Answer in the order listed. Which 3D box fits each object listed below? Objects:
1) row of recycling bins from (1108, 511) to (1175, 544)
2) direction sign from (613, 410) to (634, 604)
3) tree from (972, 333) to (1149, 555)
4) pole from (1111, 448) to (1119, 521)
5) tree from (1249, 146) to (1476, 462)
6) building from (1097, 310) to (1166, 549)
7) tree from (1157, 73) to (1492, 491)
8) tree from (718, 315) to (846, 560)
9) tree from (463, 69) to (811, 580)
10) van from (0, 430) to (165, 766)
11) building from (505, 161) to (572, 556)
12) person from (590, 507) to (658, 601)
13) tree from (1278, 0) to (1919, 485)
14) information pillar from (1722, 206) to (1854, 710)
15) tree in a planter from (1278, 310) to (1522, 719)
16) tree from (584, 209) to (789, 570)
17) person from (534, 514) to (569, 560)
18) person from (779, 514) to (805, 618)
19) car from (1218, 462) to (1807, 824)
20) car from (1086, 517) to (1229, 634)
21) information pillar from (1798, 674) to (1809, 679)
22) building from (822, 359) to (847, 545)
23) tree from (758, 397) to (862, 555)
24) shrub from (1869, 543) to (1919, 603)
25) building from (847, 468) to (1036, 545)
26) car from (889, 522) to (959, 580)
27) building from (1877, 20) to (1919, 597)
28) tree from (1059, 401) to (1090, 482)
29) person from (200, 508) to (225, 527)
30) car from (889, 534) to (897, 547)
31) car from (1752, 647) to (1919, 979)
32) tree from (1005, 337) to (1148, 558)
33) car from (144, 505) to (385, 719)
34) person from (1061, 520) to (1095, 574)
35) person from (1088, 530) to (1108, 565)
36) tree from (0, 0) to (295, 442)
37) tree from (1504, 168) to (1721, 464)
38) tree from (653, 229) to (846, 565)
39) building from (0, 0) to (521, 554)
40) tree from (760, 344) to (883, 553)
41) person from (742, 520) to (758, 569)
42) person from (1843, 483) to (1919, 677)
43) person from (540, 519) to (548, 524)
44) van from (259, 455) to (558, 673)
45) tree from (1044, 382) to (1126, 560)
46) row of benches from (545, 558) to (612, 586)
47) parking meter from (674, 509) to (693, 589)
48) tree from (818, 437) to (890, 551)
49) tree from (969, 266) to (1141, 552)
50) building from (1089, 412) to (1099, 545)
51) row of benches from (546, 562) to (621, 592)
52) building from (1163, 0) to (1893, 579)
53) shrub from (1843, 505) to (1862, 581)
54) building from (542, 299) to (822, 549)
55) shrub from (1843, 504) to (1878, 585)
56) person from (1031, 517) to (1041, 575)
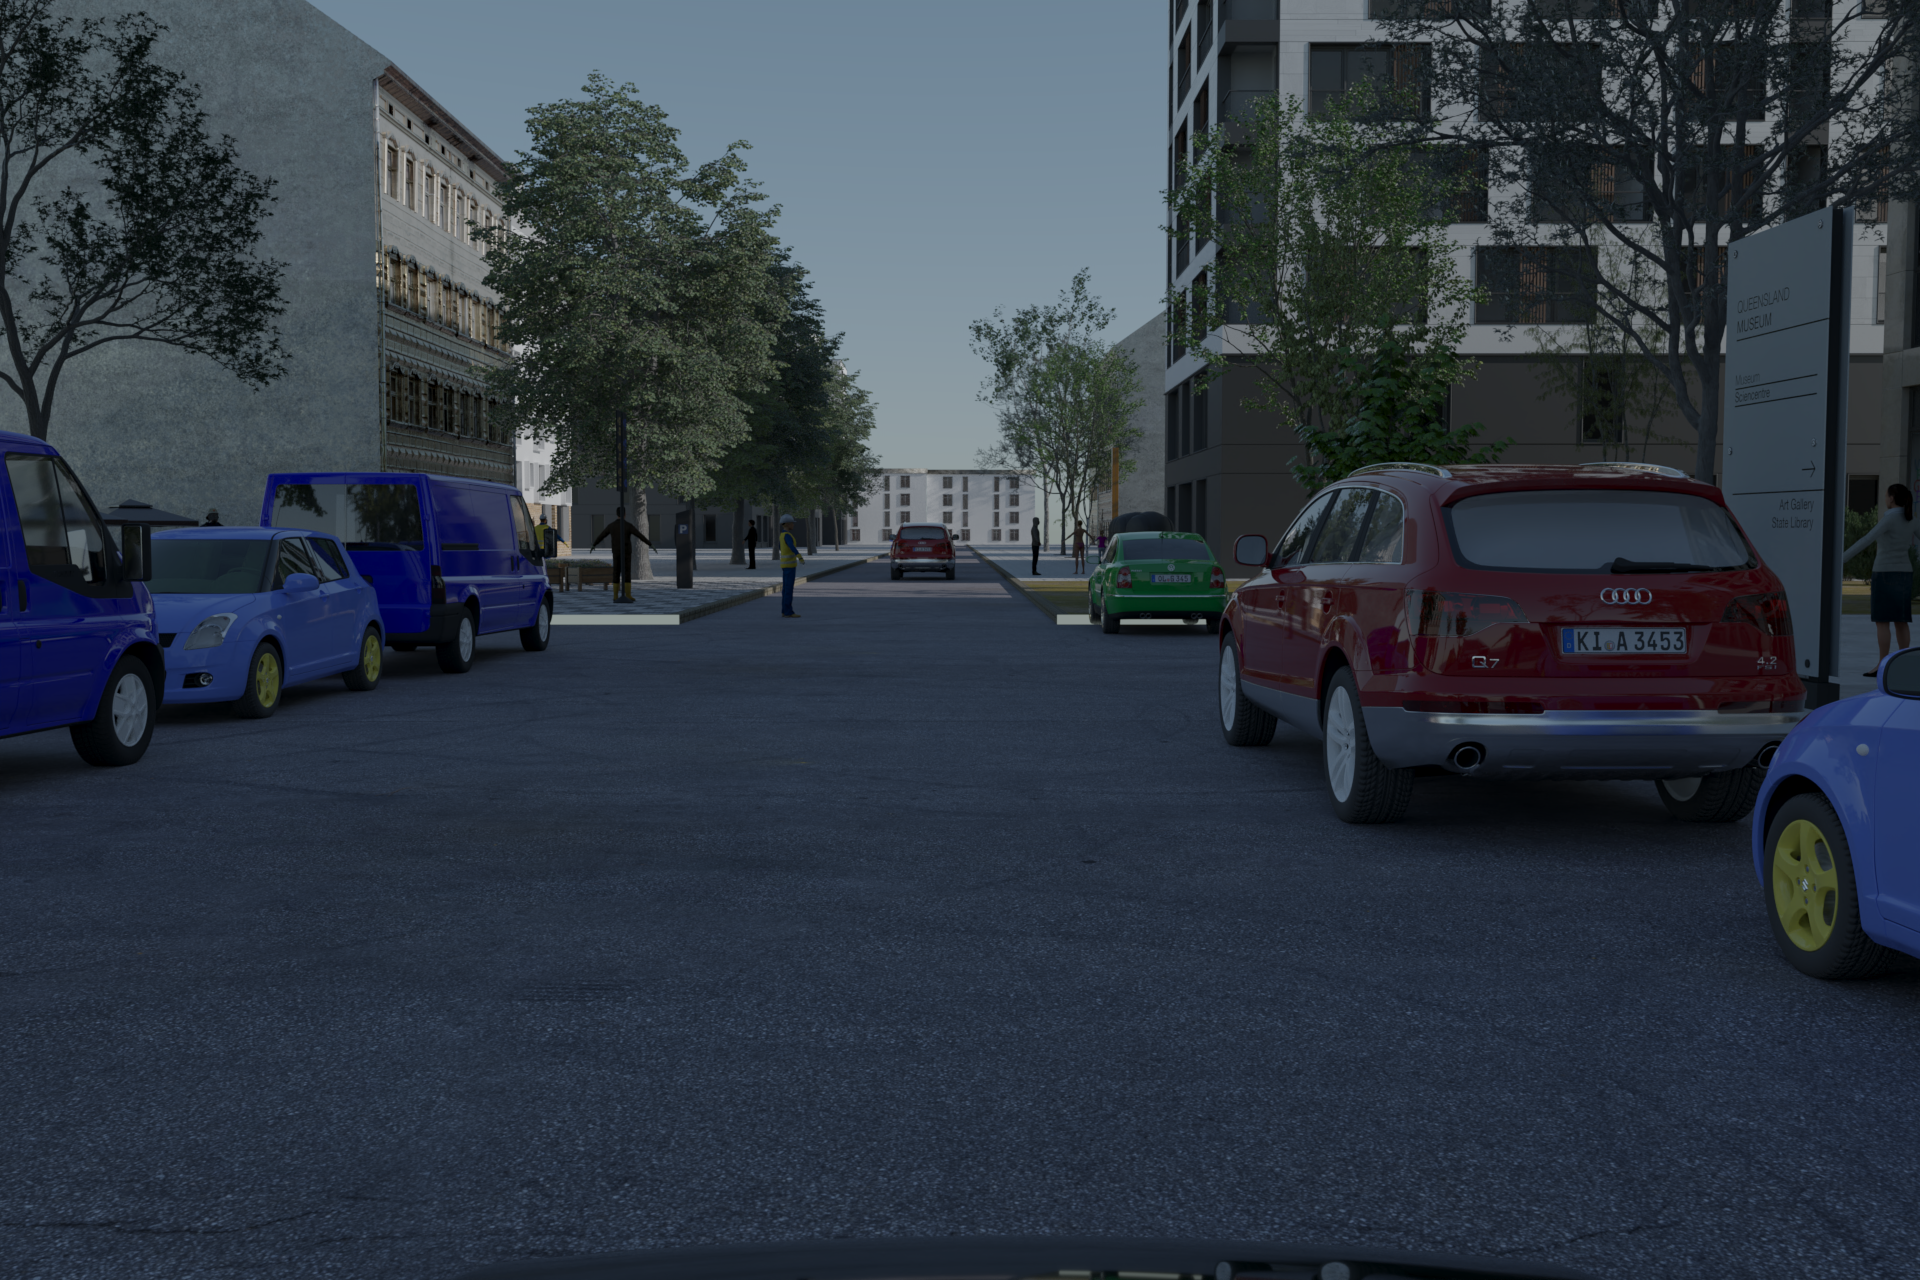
[{"bbox_3d":[3.367,-1.574,32.845,1.069,1.692,3.534,0,4,-2],"label":"row of recycling bins"},{"bbox_3d":[-6.253,-2.450,32.055,0.379,3.537,0.876,0,4,0],"label":"direction sign"},{"bbox_3d":[6.338,-11.889,104.747,12.009,13.543,11.850,0,3,0],"label":"tree"},{"bbox_3d":[3.667,-2.885,41.014,0.158,3.312,0.155,0,3,0],"label":"pole"},{"bbox_3d":[7.323,-5.061,33.104,4.737,8.622,4.395,0,3,0],"label":"tree"},{"bbox_3d":[21.981,-19.500,149.756,19.493,23.208,18.063,0,4,0],"label":"building"},{"bbox_3d":[8.394,-7.019,40.523,9.928,11.665,9.643,0,3,0],"label":"tree"},{"bbox_3d":[-9.390,-10.239,85.540,7.486,12.596,7.792,0,3,0],"label":"tree"},{"bbox_3d":[-8.983,-8.656,48.181,9.857,13.997,8.962,0,3,0],"label":"tree"},{"bbox_3d":[-6.050,-0.280,8.960,2.240,2.365,5.245,0,4,0],"label":"van"},{"bbox_3d":[-27.895,-14.241,89.262,16.016,20.090,11.380,0,3,0],"label":"building"},{"bbox_3d":[-6.451,-1.648,33.084,1.346,1.812,0.704,1,4,8],"label":"person"},{"bbox_3d":[9.244,-6.793,21.434,12.009,13.543,11.850,0,3,0],"label":"tree"},{"bbox_3d":[6.297,-1.344,13.288,0.184,3.620,1.656,0,4,0],"label":"information pillar"},{"bbox_3d":[3.432,-1.016,13.838,1.991,3.239,1.994,0,4,0],"label":"tree in a planter"},{"bbox_3d":[-9.899,-8.768,61.490,7.486,12.596,7.792,0,3,0],"label":"tree"},{"bbox_3d":[-11.237,-2.496,46.778,1.349,1.833,0.705,1,4,10],"label":"person"},{"bbox_3d":[-2.879,-1.279,29.833,0.721,1.772,1.216,-1,4,-19],"label":"person"},{"bbox_3d":[2.852,-0.089,10.126,2.281,1.827,5.304,0,4,-1],"label":"car"},{"bbox_3d":[2.936,-1.068,26.257,1.959,1.807,4.718,0,3,0],"label":"car"},{"bbox_3d":[6.945,-0.615,14.545,0.304,2.012,0.304,0,3,0],"label":"information pillar"},{"bbox_3d":[-27.790,-21.768,199.888,27.936,21.610,32.646,0,4,-1],"label":"building"},{"bbox_3d":[-9.307,-10.362,103.839,7.601,10.594,8.767,2,4,25],"label":"tree"},{"bbox_3d":[17.299,-1.273,31.937,1.383,1.207,1.383,0,3,0],"label":"shrub"},{"bbox_3d":[-4.296,-16.960,221.896,28.070,9.664,9.099,0,4,-2],"label":"building"},{"bbox_3d":[-1.162,-2.870,55.591,2.281,1.827,5.304,0,4,0],"label":"car"},{"bbox_3d":[27.761,-13.042,16.444,19.351,26.588,34.151,0,4,0],"label":"building"},{"bbox_3d":[18.768,-22.442,222.821,12.611,20.169,13.585,0,3,0],"label":"tree"},{"bbox_3d":[-16.475,-1.986,38.247,1.354,1.856,0.705,-3,4,-37],"label":"person"},{"bbox_3d":[-3.399,-5.990,107.520,1.945,1.707,3.694,0,3,0],"label":"car"},{"bbox_3d":[3.568,0.311,4.505,1.945,1.707,3.694,0,4,-1],"label":"car"},{"bbox_3d":[6.200,-10.195,92.441,9.928,11.665,9.643,0,3,0],"label":"tree"},{"bbox_3d":[-6.208,-0.304,14.567,1.945,1.707,3.694,0,4,0],"label":"car"},{"bbox_3d":[3.810,-2.985,55.611,1.217,1.733,0.721,-1,4,-23],"label":"person"},{"bbox_3d":[5.241,-3.353,64.089,0.991,1.433,0.599,0,4,-3],"label":"person"},{"bbox_3d":[-12.704,-5.463,23.739,7.601,10.594,8.767,1,4,21],"label":"tree"},{"bbox_3d":[12.954,-5.114,33.979,4.360,8.622,3.978,0,3,0],"label":"tree"},{"bbox_3d":[-9.369,-10.162,72.810,9.857,13.997,8.962,0,3,0],"label":"tree"},{"bbox_3d":[-28.085,-14.279,64.392,19.493,23.208,18.063,0,4,-1],"label":"building"},{"bbox_3d":[-9.970,-12.747,115.076,9.857,13.997,8.962,0,3,0],"label":"tree"},{"bbox_3d":[-7.599,-3.475,63.008,0.705,1.806,1.347,1,4,13],"label":"person"},{"bbox_3d":[8.319,-0.534,15.559,1.217,1.735,0.721,-1,4,-19],"label":"person"},{"bbox_3d":[-13.344,-3.017,55.455,1.347,1.817,0.704,3,4,36],"label":"person"},{"bbox_3d":[-6.012,-0.923,19.471,2.240,2.365,5.245,0,4,0],"label":"van"},{"bbox_3d":[6.174,-8.160,83.782,4.360,8.622,3.978,0,3,0],"label":"tree"},{"bbox_3d":[-10.299,-1.775,44.480,4.104,0.672,1.422,3,5,44],"label":"row of benches"},{"bbox_3d":[-6.497,-2.141,40.714,0.399,1.863,0.255,0,4,0],"label":"parking meter"},{"bbox_3d":[-9.436,-12.048,131.398,8.767,10.594,7.601,-2,4,-24],"label":"tree"},{"bbox_3d":[6.634,-16.405,124.111,12.611,20.169,13.585,0,3,0],"label":"tree"},{"bbox_3d":[24.518,-22.248,194.686,19.493,23.208,18.063,0,3,0],"label":"building"},{"bbox_3d":[-9.400,-1.378,37.992,4.104,0.672,1.422,-3,5,-42],"label":"row of benches"},{"bbox_3d":[21.406,-13.527,65.144,27.936,21.610,32.646,0,4,0],"label":"building"},{"bbox_3d":[24.196,-2.656,47.463,1.661,2.075,1.752,0,3,0],"label":"shrub"},{"bbox_3d":[-28.598,-19.760,167.058,27.936,21.610,32.646,0,4,0],"label":"building"},{"bbox_3d":[23.057,-2.389,43.476,1.690,2.028,1.600,0,3,0],"label":"shrub"},{"bbox_3d":[2.389,-2.930,54.026,0.705,1.813,1.348,0,4,0],"label":"person"}]
